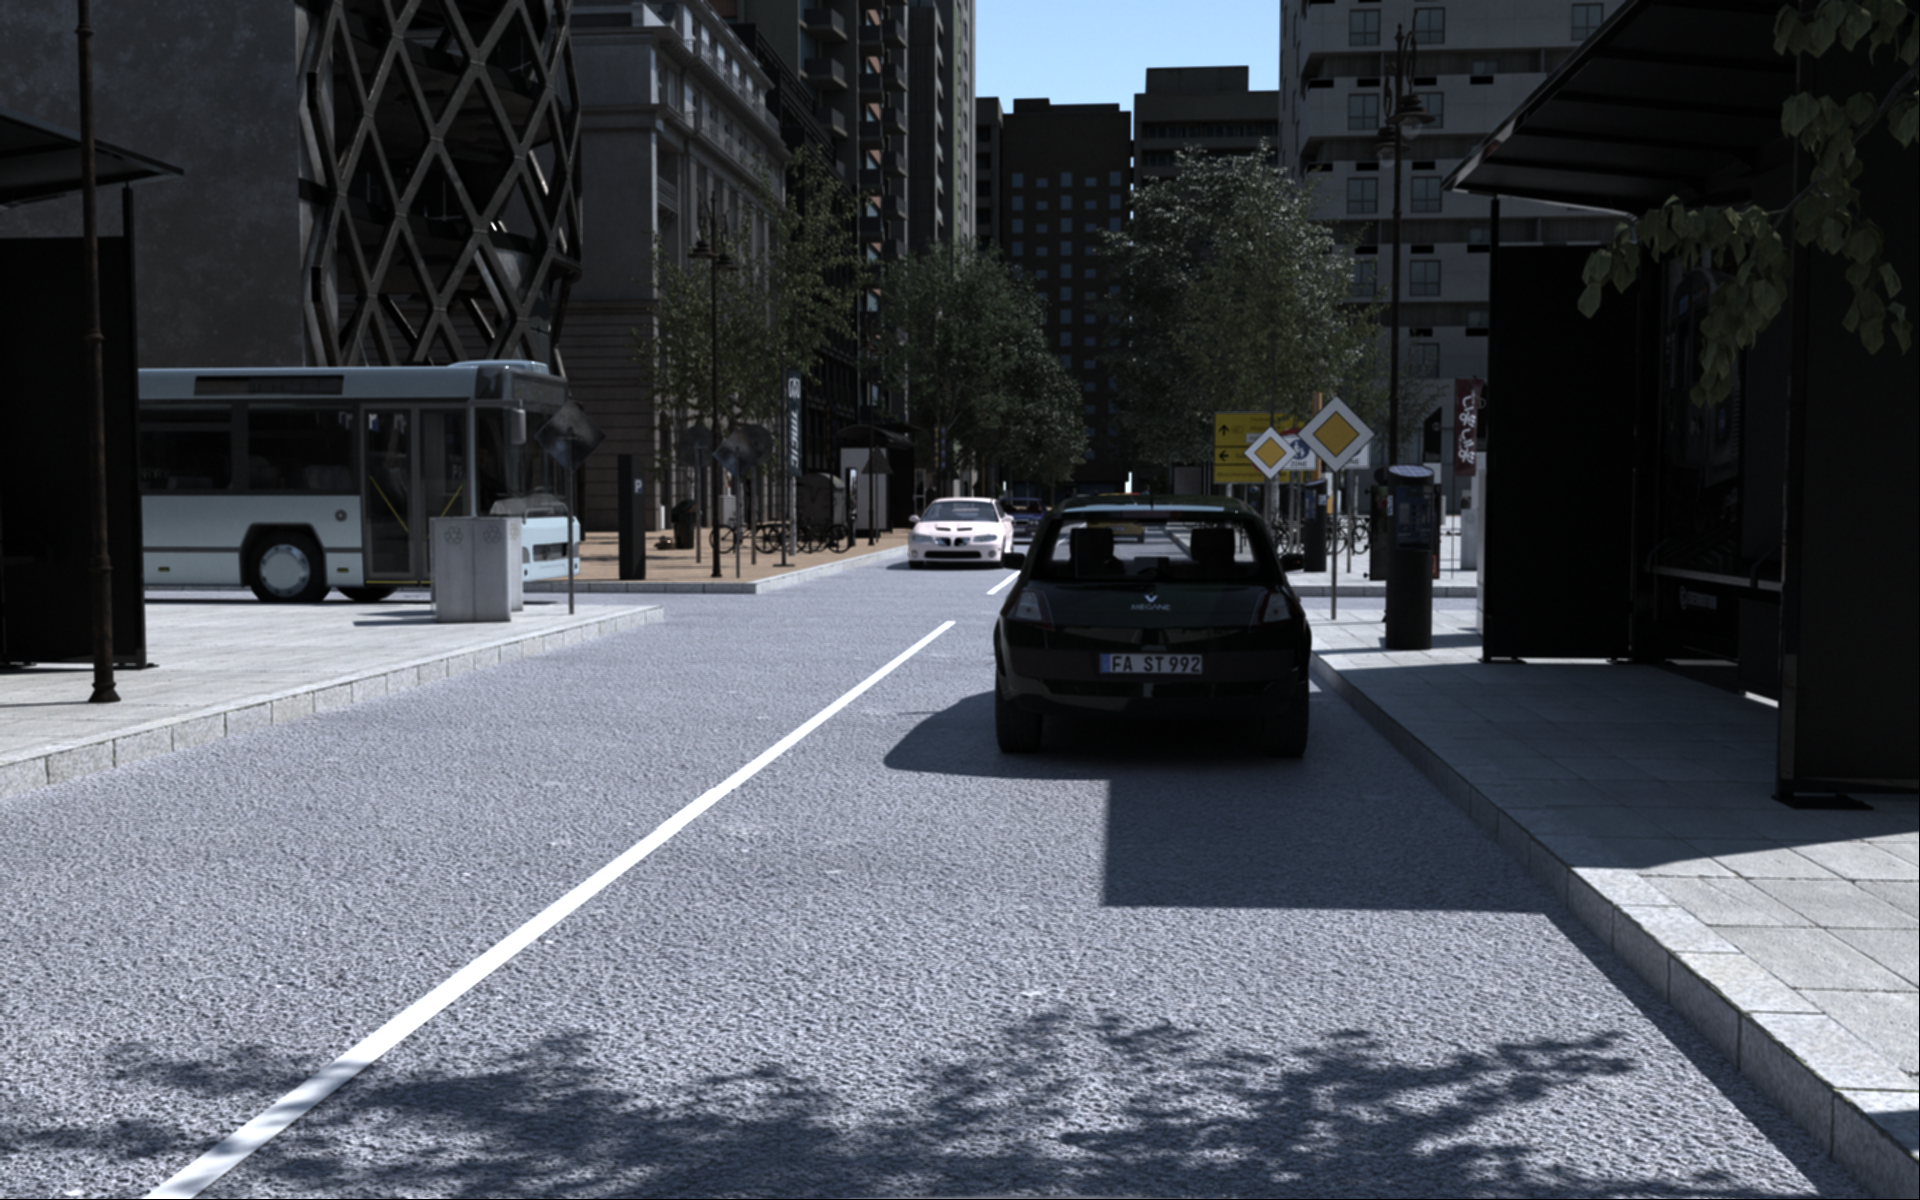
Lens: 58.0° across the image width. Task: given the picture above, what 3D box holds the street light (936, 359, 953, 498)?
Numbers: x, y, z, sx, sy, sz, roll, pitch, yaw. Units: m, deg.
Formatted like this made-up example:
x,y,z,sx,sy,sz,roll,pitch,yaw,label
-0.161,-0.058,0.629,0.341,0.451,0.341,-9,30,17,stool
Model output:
x,y,z,sx,sy,sz,roll,pitch,yaw,label
-0.535,-5.312,59.635,0.468,5.910,1.993,0,4,5,street light

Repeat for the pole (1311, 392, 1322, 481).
x,y,z,sx,sy,sz,roll,pitch,yaw,label
7.155,-2.505,34.794,0.158,3.312,0.155,0,3,0,pole

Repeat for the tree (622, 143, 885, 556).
x,y,z,sx,sy,sz,roll,pitch,yaw,label
-3.719,-5.232,35.898,4.737,8.622,4.395,0,3,0,tree

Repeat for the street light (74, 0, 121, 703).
x,y,z,sx,sy,sz,roll,pitch,yaw,label
-5.288,-2.308,10.526,0.468,5.910,1.993,0,4,5,street light

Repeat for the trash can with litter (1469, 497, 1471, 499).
x,y,z,sx,sy,sz,roll,pitch,yaw,label
28.136,-5.077,94.388,1.055,1.170,0.624,-3,5,-40,trash can with litter

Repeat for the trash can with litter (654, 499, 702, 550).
x,y,z,sx,sy,sz,roll,pitch,yaw,label
-6.519,-1.750,40.001,0.624,1.170,1.055,3,4,39,trash can with litter

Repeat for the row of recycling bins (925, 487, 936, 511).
x,y,z,sx,sy,sz,roll,pitch,yaw,label
-2.516,-5.459,96.362,3.534,1.692,1.069,3,5,39,row of recycling bins

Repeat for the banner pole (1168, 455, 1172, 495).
x,y,z,sx,sy,sz,roll,pitch,yaw,label
11.085,-6.197,91.334,0.401,3.779,0.863,0,4,-8,banner pole

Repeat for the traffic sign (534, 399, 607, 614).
x,y,z,sx,sy,sz,roll,pitch,yaw,label
-4.141,-0.903,18.414,0.795,2.450,0.064,0,4,5,traffic sign

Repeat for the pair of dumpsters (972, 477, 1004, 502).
x,y,z,sx,sy,sz,roll,pitch,yaw,label
1.490,-5.618,94.342,1.574,2.255,4.437,0,4,5,pair of dumpsters

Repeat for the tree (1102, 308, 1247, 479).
x,y,z,sx,sy,sz,roll,pitch,yaw,label
12.601,-11.192,100.004,9.611,12.733,9.660,0,3,0,tree

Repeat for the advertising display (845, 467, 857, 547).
x,y,z,sx,sy,sz,roll,pitch,yaw,label
-2.638,-2.253,42.053,0.123,1.923,0.974,0,4,6,advertising display

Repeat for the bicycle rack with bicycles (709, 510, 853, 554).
x,y,z,sx,sy,sz,roll,pitch,yaw,label
-3.711,-1.511,38.080,2.925,0.926,2.852,1,4,16,bicycle rack with bicycles

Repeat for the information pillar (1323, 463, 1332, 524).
x,y,z,sx,sy,sz,roll,pitch,yaw,label
14.204,-4.622,66.918,0.504,3.616,0.183,-3,5,-42,information pillar

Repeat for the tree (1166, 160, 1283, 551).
x,y,z,sx,sy,sz,roll,pitch,yaw,label
7.350,-5.411,38.832,4.737,8.622,4.395,0,3,0,tree

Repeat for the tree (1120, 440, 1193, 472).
x,y,z,sx,sy,sz,roll,pitch,yaw,label
17.386,-13.128,149.060,7.601,10.594,8.767,2,4,27,tree

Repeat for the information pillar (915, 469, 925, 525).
x,y,z,sx,sy,sz,roll,pitch,yaw,label
-1.178,-2.850,51.090,0.304,2.012,0.304,0,4,1,information pillar

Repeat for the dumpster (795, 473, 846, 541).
x,y,z,sx,sy,sz,roll,pitch,yaw,label
-3.886,-2.570,47.785,1.264,1.857,1.865,0,4,5,dumpster

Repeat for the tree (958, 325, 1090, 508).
x,y,z,sx,sy,sz,roll,pitch,yaw,label
2.559,-11.202,101.278,7.486,12.596,7.792,0,3,0,tree

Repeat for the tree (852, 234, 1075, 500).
x,y,z,sx,sy,sz,roll,pitch,yaw,label
-0.805,-8.785,69.394,9.928,11.665,9.643,0,3,0,tree

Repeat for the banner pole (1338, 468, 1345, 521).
x,y,z,sx,sy,sz,roll,pitch,yaw,label
18.218,-5.683,82.927,0.401,3.779,0.863,3,5,44,banner pole

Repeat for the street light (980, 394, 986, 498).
x,y,z,sx,sy,sz,roll,pitch,yaw,label
0.973,-6.365,76.850,0.468,5.910,1.993,0,4,5,street light

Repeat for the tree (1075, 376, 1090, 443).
x,y,z,sx,sy,sz,roll,pitch,yaw,label
5.340,-12.059,122.920,9.928,11.665,9.643,0,3,0,tree

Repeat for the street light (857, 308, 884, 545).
x,y,z,sx,sy,sz,roll,pitch,yaw,label
-2.217,-4.301,43.109,0.468,5.910,1.993,0,4,5,street light

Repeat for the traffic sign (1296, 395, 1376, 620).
x,y,z,sx,sy,sz,roll,pitch,yaw,label
3.815,-0.856,17.636,0.795,2.450,0.064,0,4,5,traffic sign

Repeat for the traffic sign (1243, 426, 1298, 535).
x,y,z,sx,sy,sz,roll,pitch,yaw,label
4.574,-1.342,25.586,0.795,2.450,0.064,0,4,5,traffic sign

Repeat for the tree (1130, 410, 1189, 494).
x,y,z,sx,sy,sz,roll,pitch,yaw,label
16.316,-13.021,138.642,9.928,11.665,9.643,0,3,0,tree

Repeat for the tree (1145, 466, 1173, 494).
x,y,z,sx,sy,sz,roll,pitch,yaw,label
13.583,-7.446,116.337,1.663,3.219,1.824,0,3,0,tree

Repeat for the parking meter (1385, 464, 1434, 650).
x,y,z,sx,sy,sz,roll,pitch,yaw,label
3.725,-0.363,14.345,0.372,1.533,0.369,0,3,0,parking meter

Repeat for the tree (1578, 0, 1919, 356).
x,y,z,sx,sy,sz,roll,pitch,yaw,label
3.154,-3.284,4.049,4.737,8.622,4.395,0,3,0,tree

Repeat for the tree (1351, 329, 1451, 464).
x,y,z,sx,sy,sz,roll,pitch,yaw,label
19.464,-7.727,76.701,4.360,8.622,3.978,0,3,0,tree

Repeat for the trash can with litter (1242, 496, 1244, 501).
x,y,z,sx,sy,sz,roll,pitch,yaw,label
13.741,-4.489,84.781,0.624,1.170,1.055,1,4,12,trash can with litter

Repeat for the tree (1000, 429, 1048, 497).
x,y,z,sx,sy,sz,roll,pitch,yaw,label
4.338,-9.957,113.156,4.360,8.622,3.978,0,3,0,tree

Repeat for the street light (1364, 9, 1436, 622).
x,y,z,sx,sy,sz,roll,pitch,yaw,label
4.320,-2.715,17.186,0.468,5.910,1.993,0,4,5,street light

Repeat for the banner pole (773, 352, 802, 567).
x,y,z,sx,sy,sz,roll,pitch,yaw,label
-3.025,-2.498,30.860,0.401,3.779,0.863,2,4,26,banner pole

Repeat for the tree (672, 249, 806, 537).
x,y,z,sx,sy,sz,roll,pitch,yaw,label
-6.555,-6.200,51.727,4.360,8.622,3.978,0,3,0,tree

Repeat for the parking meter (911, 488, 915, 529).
x,y,z,sx,sy,sz,roll,pitch,yaw,label
-2.011,-3.577,66.890,0.372,1.533,0.369,0,3,0,parking meter

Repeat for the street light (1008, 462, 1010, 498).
x,y,z,sx,sy,sz,roll,pitch,yaw,label
2.650,-7.375,93.376,0.468,5.910,1.993,0,4,5,street light

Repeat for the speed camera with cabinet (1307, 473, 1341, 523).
x,y,z,sx,sy,sz,roll,pitch,yaw,label
15.971,-4.995,76.009,0.660,3.252,2.038,3,5,42,speed camera with cabinet

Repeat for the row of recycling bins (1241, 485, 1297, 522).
x,y,z,sx,sy,sz,roll,pitch,yaw,label
14.167,-4.545,81.420,3.534,1.692,1.069,0,4,5,row of recycling bins

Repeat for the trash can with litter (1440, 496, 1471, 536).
x,y,z,sx,sy,sz,roll,pitch,yaw,label
15.436,-2.616,53.829,1.678,1.210,2.233,3,5,43,trash can with litter

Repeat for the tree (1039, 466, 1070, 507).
x,y,z,sx,sy,sz,roll,pitch,yaw,label
9.570,-11.894,178.172,4.285,4.588,4.351,0,3,0,tree

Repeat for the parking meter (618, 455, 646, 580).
x,y,z,sx,sy,sz,roll,pitch,yaw,label
-4.900,-1.234,25.880,0.255,1.863,0.399,2,4,24,parking meter

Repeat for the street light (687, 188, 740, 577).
x,y,z,sx,sy,sz,roll,pitch,yaw,label
-3.759,-3.289,26.571,0.468,5.910,1.993,0,4,5,street light

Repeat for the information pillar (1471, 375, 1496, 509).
x,y,z,sx,sy,sz,roll,pitch,yaw,label
10.272,-2.607,33.976,0.504,3.616,0.183,1,4,22,information pillar

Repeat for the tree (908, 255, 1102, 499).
x,y,z,sx,sy,sz,roll,pitch,yaw,label
1.588,-10.174,83.358,9.611,12.733,9.660,0,3,0,tree

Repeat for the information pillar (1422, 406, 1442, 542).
x,y,z,sx,sy,sz,roll,pitch,yaw,label
12.535,-3.340,45.963,0.504,3.616,0.183,-1,4,-10,information pillar

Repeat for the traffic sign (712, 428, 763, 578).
x,y,z,sx,sy,sz,roll,pitch,yaw,label
-3.383,-1.390,26.363,0.795,2.450,0.064,0,4,5,traffic sign

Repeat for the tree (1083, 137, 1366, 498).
x,y,z,sx,sy,sz,roll,pitch,yaw,label
9.352,-9.460,61.330,9.857,13.997,8.962,0,3,0,tree

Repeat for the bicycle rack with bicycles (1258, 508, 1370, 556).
x,y,z,sx,sy,sz,roll,pitch,yaw,label
7.345,-1.429,36.752,2.925,0.926,2.852,-1,4,-13,bicycle rack with bicycles

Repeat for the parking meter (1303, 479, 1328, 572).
x,y,z,sx,sy,sz,roll,pitch,yaw,label
5.860,-1.232,28.551,0.372,1.533,0.369,0,3,0,parking meter

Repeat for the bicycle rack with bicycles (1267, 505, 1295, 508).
x,y,z,sx,sy,sz,roll,pitch,yaw,label
10.092,-2.578,55.525,2.925,0.926,2.852,3,4,37,bicycle rack with bicycles

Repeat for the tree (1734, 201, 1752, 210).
x,y,z,sx,sy,sz,roll,pitch,yaw,label
22.227,-7.317,45.396,9.928,11.665,9.643,0,3,0,tree
